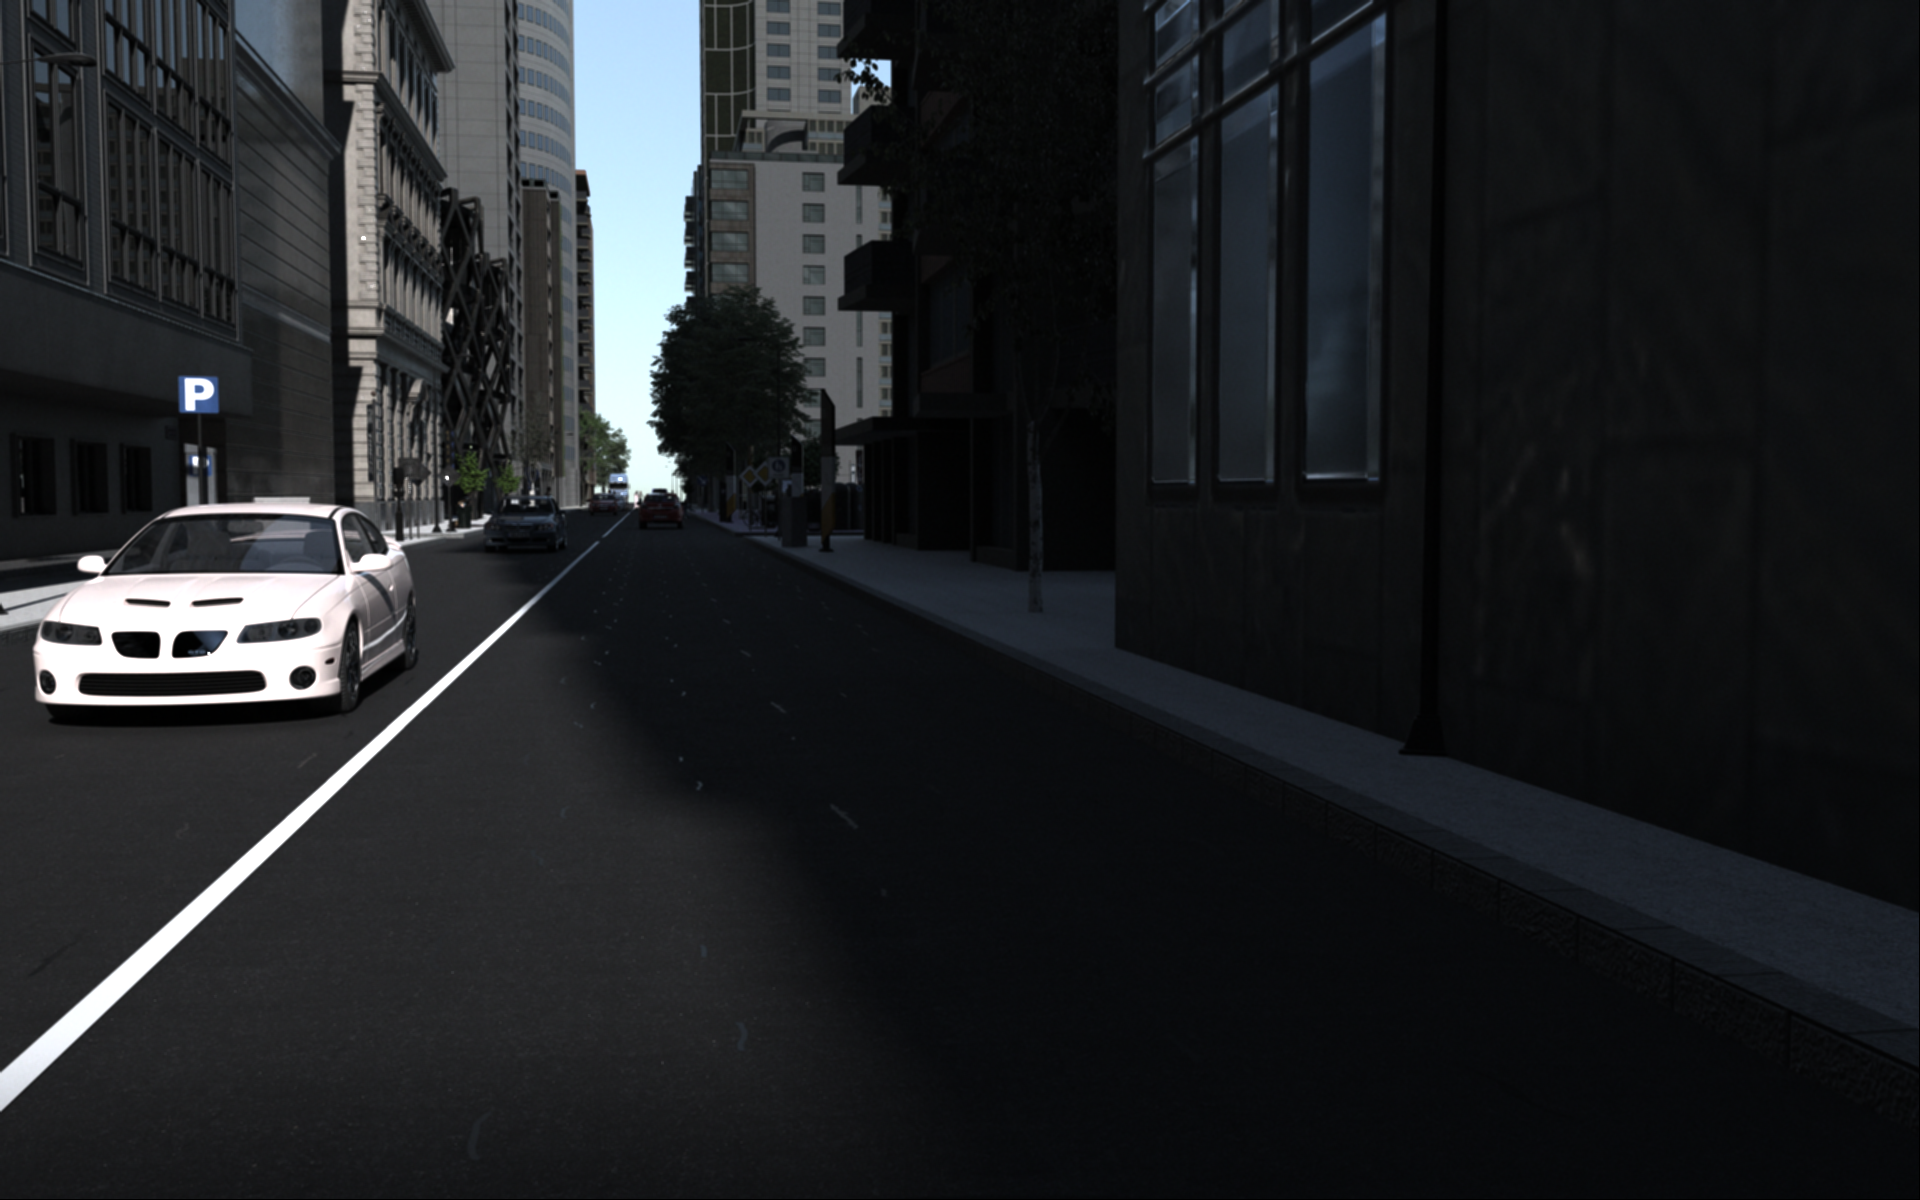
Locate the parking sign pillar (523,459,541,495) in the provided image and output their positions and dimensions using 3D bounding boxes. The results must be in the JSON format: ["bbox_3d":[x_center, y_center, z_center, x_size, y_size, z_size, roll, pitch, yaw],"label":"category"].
[{"bbox_3d":[-31.644,-8.533,127.988,1.447,3.967,1.447,3,4,38],"label":"parking sign pillar"}]

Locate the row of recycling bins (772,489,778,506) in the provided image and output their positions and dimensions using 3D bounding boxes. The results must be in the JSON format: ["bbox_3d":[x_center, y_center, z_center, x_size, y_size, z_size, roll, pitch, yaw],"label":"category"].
[{"bbox_3d":[-13.516,-7.715,133.246,1.069,1.692,3.534,-2,4,-31],"label":"row of recycling bins"}]

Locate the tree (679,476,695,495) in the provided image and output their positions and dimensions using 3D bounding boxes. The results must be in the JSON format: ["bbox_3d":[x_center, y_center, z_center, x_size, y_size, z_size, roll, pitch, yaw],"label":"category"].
[{"bbox_3d":[-28.523,-11.417,181.264,1.663,3.219,1.824,0,3,0],"label":"tree"}]

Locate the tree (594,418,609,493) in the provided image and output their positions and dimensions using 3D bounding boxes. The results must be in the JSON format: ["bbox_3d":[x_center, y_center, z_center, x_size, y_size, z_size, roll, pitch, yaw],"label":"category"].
[{"bbox_3d":[-59.002,-23.233,286.512,9.857,13.997,8.962,0,3,0],"label":"tree"}]

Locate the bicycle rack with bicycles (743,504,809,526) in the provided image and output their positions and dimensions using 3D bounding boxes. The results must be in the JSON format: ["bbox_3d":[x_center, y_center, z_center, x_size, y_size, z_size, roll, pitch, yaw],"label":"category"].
[{"bbox_3d":[-7.284,-3.441,69.640,2.925,0.926,2.852,-1,4,-20],"label":"bicycle rack with bicycles"}]

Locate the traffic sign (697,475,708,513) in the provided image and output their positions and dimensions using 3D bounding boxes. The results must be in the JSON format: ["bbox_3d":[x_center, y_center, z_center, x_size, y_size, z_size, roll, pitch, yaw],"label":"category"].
[{"bbox_3d":[-17.282,-7.104,116.252,0.768,2.556,0.104,0,4,-7],"label":"traffic sign"}]

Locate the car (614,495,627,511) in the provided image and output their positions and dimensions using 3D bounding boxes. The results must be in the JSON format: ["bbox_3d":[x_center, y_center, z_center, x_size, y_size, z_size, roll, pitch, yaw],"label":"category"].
[{"bbox_3d":[-29.710,-8.366,149.146,2.083,1.381,4.827,-1,4,-9],"label":"car"}]

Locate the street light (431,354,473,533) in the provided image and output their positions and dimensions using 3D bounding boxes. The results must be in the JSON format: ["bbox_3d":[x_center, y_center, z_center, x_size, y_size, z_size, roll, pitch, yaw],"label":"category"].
[{"bbox_3d":[-16.850,-5.195,57.471,1.470,5.913,1.316,-1,4,-10],"label":"street light"}]

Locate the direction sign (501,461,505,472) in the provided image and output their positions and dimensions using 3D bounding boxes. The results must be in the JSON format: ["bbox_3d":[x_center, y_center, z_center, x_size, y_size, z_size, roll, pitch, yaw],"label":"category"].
[{"bbox_3d":[-30.876,-7.659,117.225,0.379,3.537,0.876,-2,4,-34],"label":"direction sign"}]

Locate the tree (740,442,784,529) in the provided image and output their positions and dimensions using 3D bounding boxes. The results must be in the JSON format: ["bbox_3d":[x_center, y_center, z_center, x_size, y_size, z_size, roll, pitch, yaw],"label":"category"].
[{"bbox_3d":[-7.492,-4.271,64.439,1.663,3.219,1.824,0,3,0],"label":"tree"}]

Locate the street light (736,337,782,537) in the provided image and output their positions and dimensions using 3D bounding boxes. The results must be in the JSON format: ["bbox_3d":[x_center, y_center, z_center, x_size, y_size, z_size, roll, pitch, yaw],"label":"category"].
[{"bbox_3d":[-5.917,-4.825,51.424,1.470,5.913,1.316,-1,4,-10],"label":"street light"}]

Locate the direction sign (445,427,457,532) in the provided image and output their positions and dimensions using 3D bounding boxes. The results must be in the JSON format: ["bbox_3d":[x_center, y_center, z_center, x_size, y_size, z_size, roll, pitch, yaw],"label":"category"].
[{"bbox_3d":[-17.302,-4.085,58.792,0.379,3.537,0.876,0,4,2],"label":"direction sign"}]

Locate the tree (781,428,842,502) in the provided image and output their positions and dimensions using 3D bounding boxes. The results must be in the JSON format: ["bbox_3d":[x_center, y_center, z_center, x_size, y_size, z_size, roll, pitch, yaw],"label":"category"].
[{"bbox_3d":[-7.439,-6.252,85.937,4.285,4.588,4.351,0,3,0],"label":"tree"}]

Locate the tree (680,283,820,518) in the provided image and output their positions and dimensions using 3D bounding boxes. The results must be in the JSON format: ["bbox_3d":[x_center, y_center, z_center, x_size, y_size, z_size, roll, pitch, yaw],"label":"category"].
[{"bbox_3d":[-11.293,-10.728,93.531,7.486,12.596,7.792,0,3,0],"label":"tree"}]

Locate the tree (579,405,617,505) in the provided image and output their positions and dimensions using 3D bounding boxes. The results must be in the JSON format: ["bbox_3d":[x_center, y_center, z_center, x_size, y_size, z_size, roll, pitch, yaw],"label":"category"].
[{"bbox_3d":[-43.832,-16.812,200.629,9.928,11.665,9.643,0,3,0],"label":"tree"}]

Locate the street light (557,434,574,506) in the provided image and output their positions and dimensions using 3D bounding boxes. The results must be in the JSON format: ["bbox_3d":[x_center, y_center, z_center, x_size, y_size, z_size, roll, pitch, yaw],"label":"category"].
[{"bbox_3d":[-30.323,-9.804,132.838,1.470,5.913,1.316,-1,4,-10],"label":"street light"}]

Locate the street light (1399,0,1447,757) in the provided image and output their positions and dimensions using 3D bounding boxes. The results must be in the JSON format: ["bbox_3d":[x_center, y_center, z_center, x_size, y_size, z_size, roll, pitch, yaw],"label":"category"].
[{"bbox_3d":[1.803,-2.190,8.340,1.470,5.913,1.316,-1,4,-10],"label":"street light"}]

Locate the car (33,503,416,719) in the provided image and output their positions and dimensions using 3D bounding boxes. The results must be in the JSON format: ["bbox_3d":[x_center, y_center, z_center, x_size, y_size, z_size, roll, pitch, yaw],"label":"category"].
[{"bbox_3d":[-5.147,-0.018,12.657,2.083,1.381,4.827,-1,4,-10],"label":"car"}]

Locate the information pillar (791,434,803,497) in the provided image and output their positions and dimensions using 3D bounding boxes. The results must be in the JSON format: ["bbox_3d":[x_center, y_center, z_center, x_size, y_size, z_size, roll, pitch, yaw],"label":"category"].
[{"bbox_3d":[-6.397,-4.688,67.997,0.504,3.616,0.183,1,4,19],"label":"information pillar"}]

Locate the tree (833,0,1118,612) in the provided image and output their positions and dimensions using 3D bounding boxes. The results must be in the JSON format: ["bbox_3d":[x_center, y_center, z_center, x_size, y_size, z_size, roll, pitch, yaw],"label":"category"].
[{"bbox_3d":[0.794,-4.158,18.345,4.360,8.622,3.978,0,3,0],"label":"tree"}]

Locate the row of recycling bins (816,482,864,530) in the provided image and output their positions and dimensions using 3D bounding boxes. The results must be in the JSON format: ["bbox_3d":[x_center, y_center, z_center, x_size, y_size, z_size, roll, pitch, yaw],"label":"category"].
[{"bbox_3d":[-3.652,-3.397,62.649,1.069,1.692,3.534,2,4,31],"label":"row of recycling bins"}]

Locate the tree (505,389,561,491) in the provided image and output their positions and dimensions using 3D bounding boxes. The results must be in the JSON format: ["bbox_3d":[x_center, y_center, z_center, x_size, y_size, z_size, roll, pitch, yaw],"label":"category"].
[{"bbox_3d":[-29.935,-10.441,121.068,4.360,8.622,3.978,0,3,0],"label":"tree"}]

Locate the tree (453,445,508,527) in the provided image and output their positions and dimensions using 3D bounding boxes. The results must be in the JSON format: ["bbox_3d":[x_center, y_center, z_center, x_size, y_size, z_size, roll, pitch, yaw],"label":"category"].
[{"bbox_3d":[-19.155,-4.492,68.046,1.663,3.219,1.824,0,3,0],"label":"tree"}]

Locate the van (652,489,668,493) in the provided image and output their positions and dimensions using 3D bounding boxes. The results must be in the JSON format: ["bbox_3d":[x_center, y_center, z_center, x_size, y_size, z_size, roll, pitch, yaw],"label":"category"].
[{"bbox_3d":[-34.974,-12.083,201.936,2.240,2.365,5.245,-1,4,-9],"label":"van"}]

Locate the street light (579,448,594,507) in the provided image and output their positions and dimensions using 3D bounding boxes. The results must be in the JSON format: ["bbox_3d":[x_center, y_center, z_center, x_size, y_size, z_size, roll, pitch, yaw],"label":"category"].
[{"bbox_3d":[-37.971,-12.435,175.859,1.470,5.913,1.316,-1,4,-10],"label":"street light"}]

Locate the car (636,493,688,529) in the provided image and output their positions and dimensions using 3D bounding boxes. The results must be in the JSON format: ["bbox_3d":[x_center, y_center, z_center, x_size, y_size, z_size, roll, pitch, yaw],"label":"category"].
[{"bbox_3d":[-12.508,-3.890,72.639,2.155,1.783,4.494,-1,4,-8],"label":"car"}]

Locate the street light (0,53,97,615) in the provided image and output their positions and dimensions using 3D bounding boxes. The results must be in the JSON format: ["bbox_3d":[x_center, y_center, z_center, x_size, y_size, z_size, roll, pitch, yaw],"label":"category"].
[{"bbox_3d":[-9.798,-2.800,18.322,1.470,5.913,1.316,-1,4,-10],"label":"street light"}]

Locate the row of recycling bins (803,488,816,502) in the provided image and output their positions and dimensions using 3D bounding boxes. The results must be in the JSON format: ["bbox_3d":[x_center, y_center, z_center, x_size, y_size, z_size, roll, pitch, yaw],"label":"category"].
[{"bbox_3d":[-10.792,-7.132,123.714,3.534,1.692,1.069,2,4,28],"label":"row of recycling bins"}]

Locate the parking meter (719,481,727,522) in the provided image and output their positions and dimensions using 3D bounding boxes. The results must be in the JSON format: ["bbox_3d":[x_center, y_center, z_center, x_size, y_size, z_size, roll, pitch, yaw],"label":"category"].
[{"bbox_3d":[-10.847,-4.517,79.559,0.399,1.863,0.255,0,4,-6],"label":"parking meter"}]

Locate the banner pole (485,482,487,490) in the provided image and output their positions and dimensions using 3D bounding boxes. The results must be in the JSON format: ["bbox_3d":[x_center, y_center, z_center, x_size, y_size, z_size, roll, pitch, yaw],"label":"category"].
[{"bbox_3d":[-32.173,-7.757,116.851,0.863,3.779,0.401,3,5,44],"label":"banner pole"}]

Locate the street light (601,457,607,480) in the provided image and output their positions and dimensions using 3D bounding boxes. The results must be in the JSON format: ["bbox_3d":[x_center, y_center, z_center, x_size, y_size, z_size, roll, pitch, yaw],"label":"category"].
[{"bbox_3d":[-45.165,-14.897,216.106,1.470,5.913,1.316,-1,4,-10],"label":"street light"}]

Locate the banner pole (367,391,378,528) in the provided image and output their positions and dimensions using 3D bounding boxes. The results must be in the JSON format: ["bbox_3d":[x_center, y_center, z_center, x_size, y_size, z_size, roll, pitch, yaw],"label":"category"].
[{"bbox_3d":[-14.366,-3.202,42.366,0.401,3.779,0.863,-2,4,-34],"label":"banner pole"}]

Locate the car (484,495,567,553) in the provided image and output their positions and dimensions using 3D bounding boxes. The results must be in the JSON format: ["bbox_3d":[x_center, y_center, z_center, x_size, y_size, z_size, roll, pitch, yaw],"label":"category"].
[{"bbox_3d":[-10.991,-1.956,43.983,2.014,1.417,4.499,-1,4,-8],"label":"car"}]

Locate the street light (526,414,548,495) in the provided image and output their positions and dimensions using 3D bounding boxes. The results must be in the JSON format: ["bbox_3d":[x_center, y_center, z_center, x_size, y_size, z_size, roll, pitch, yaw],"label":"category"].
[{"bbox_3d":[-24.616,-7.835,100.645,1.470,5.913,1.316,-1,4,-10],"label":"street light"}]

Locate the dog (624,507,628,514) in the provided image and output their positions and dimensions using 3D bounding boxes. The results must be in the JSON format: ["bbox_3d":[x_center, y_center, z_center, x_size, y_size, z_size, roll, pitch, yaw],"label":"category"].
[{"bbox_3d":[-23.739,-6.362,123.309,0.540,0.507,0.406,1,4,22],"label":"dog"}]

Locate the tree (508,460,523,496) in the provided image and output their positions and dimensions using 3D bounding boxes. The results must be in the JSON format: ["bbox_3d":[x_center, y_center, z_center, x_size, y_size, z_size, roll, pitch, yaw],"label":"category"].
[{"bbox_3d":[-25.184,-6.261,96.968,1.663,3.219,1.824,0,3,0],"label":"tree"}]

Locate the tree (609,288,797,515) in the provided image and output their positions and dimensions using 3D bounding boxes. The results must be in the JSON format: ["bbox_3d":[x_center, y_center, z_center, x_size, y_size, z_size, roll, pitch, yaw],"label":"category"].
[{"bbox_3d":[-14.559,-12.191,105.970,9.857,13.997,8.962,0,3,0],"label":"tree"}]

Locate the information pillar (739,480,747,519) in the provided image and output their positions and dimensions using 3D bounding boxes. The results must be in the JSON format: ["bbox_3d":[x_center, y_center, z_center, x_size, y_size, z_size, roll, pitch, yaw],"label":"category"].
[{"bbox_3d":[-11.112,-5.150,88.688,0.304,2.012,0.304,-3,5,-44],"label":"information pillar"}]

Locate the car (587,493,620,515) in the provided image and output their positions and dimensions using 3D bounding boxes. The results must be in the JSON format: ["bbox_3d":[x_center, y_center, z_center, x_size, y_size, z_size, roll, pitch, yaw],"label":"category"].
[{"bbox_3d":[-24.165,-6.628,117.406,2.155,1.783,4.494,-1,4,-12],"label":"car"}]

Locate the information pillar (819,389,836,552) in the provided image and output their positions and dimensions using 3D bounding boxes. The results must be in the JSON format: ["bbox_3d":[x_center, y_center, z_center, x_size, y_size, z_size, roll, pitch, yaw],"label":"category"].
[{"bbox_3d":[-2.926,-2.874,38.341,0.183,3.616,0.504,-3,4,-36],"label":"information pillar"}]

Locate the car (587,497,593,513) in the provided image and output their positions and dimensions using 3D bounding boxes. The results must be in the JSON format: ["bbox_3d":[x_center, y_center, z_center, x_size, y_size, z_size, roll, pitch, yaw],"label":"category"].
[{"bbox_3d":[-28.001,-7.478,134.849,1.945,1.354,3.894,-1,4,-11],"label":"car"}]

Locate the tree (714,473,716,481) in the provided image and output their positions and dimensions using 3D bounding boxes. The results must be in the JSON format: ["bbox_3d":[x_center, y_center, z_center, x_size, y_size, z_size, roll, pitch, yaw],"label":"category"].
[{"bbox_3d":[-19.478,-11.434,137.312,4.737,8.622,4.395,0,3,0],"label":"tree"}]

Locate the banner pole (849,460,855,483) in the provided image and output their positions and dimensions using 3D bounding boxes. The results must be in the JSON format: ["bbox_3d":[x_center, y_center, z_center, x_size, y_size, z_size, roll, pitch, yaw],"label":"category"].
[{"bbox_3d":[-8.026,-8.481,128.679,0.401,3.779,0.863,2,4,34],"label":"banner pole"}]

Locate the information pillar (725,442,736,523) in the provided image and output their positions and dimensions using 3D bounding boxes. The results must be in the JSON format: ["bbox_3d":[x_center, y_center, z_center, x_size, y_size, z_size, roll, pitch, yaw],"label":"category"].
[{"bbox_3d":[-10.254,-5.264,77.415,0.504,3.616,0.183,2,4,35],"label":"information pillar"}]

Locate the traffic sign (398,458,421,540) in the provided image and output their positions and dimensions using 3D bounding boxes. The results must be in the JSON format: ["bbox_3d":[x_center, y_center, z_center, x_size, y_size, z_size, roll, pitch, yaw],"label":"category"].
[{"bbox_3d":[-15.465,-2.848,48.696,0.606,2.300,0.079,-1,4,-10],"label":"traffic sign"}]

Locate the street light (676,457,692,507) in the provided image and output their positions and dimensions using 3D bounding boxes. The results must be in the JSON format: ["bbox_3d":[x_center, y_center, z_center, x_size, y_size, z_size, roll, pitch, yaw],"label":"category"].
[{"bbox_3d":[-26.381,-11.810,165.630,1.470,5.913,1.316,-1,4,-10],"label":"street light"}]
